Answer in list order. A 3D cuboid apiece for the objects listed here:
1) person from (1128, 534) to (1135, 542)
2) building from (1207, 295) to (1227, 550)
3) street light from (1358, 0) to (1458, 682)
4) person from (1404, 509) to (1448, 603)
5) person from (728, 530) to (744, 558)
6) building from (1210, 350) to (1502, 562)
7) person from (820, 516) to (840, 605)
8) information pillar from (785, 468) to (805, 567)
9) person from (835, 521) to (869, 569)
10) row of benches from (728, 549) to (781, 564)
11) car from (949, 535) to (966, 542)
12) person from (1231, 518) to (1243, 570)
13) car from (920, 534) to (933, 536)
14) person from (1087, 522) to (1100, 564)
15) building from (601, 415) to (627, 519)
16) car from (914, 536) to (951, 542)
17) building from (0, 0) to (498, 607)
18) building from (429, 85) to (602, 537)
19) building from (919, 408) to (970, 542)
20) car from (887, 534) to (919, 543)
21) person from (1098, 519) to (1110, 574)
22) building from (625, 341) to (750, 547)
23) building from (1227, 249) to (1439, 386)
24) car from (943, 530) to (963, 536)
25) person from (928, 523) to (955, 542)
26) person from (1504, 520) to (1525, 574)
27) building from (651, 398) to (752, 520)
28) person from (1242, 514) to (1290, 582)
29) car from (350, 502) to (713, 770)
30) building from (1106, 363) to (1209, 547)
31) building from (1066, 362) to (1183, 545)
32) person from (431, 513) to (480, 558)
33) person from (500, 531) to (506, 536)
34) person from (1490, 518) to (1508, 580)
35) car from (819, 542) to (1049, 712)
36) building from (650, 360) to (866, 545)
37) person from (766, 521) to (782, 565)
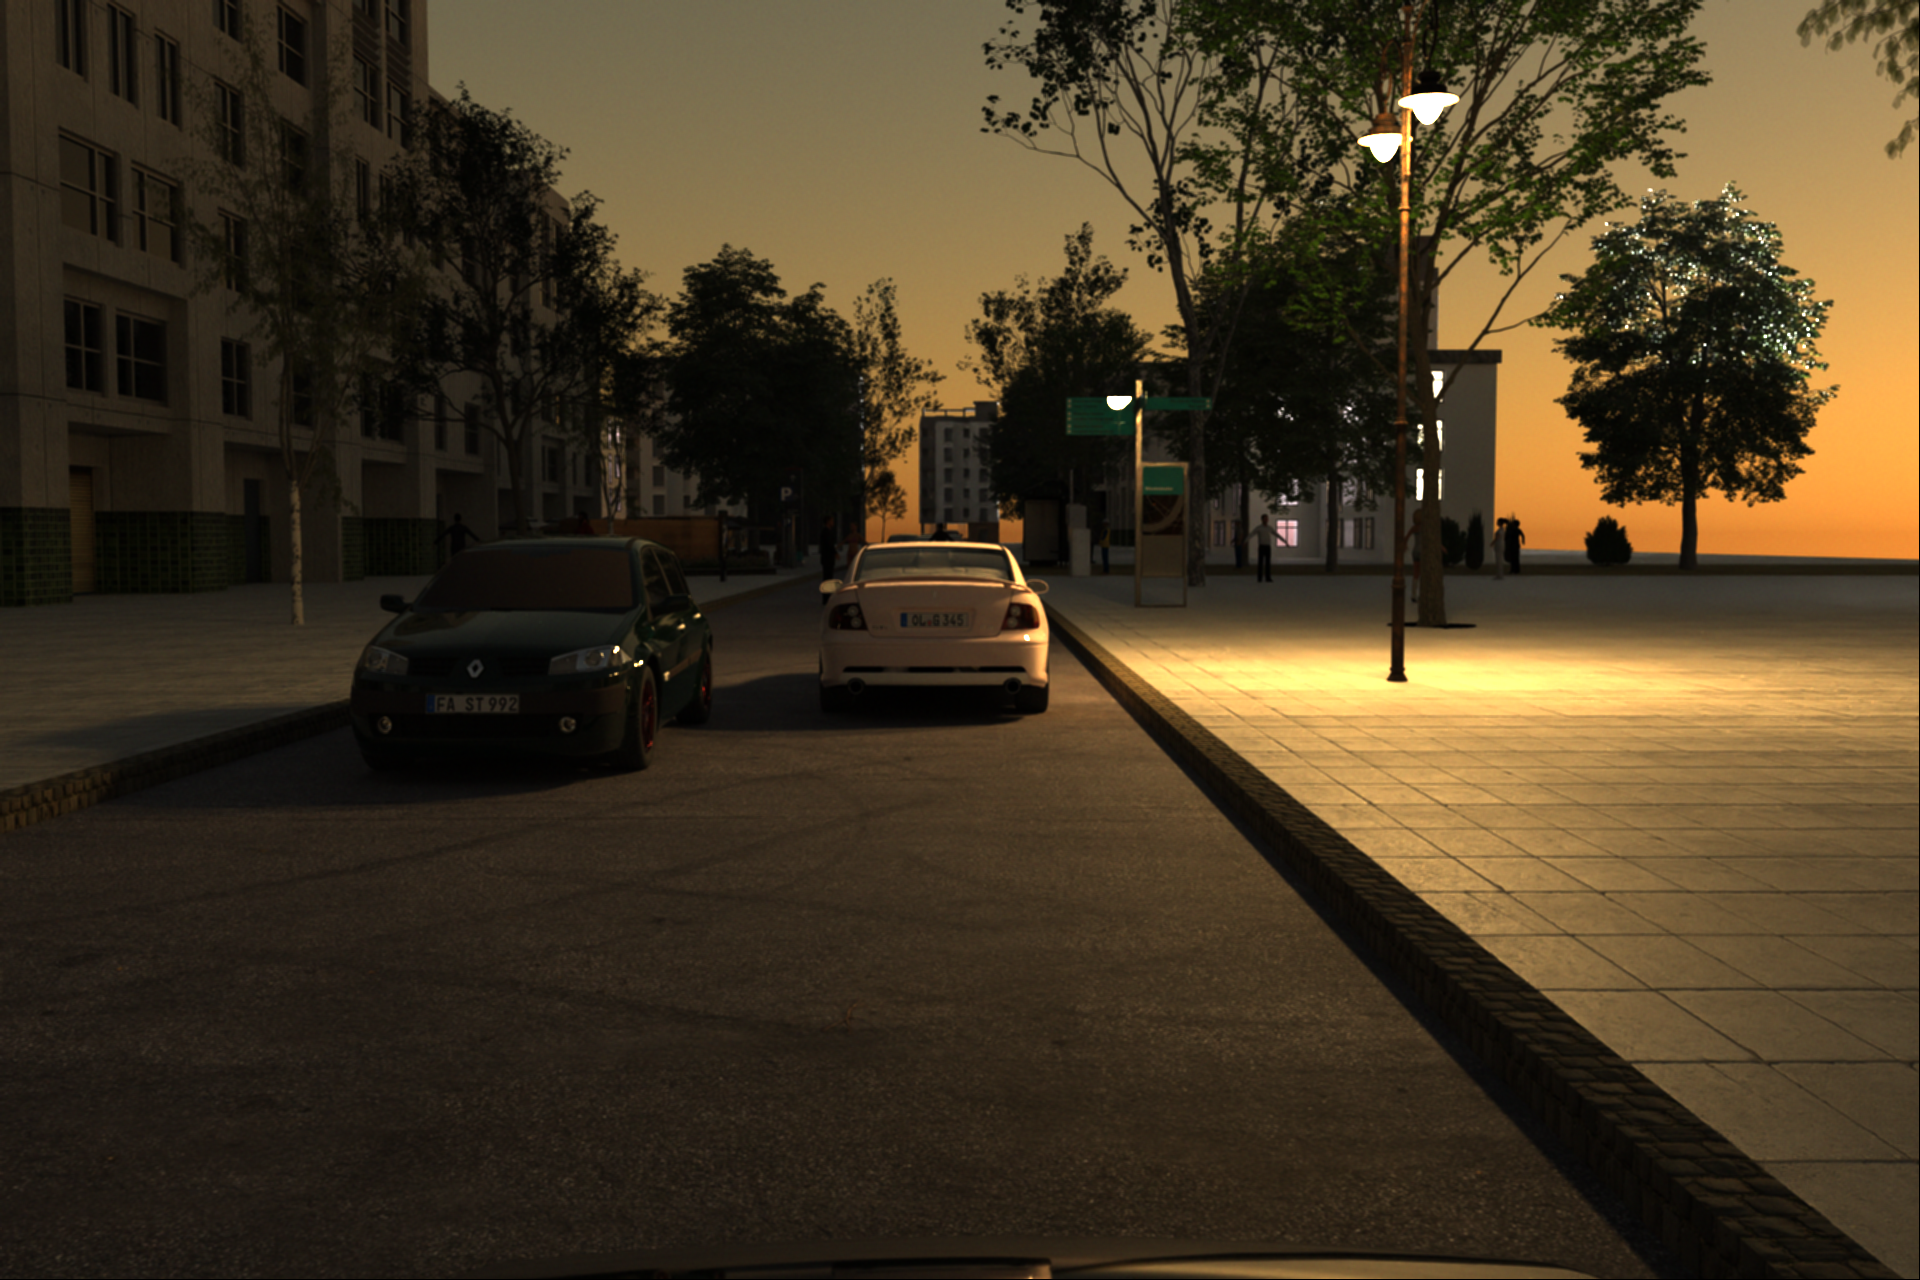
[{"bbox_3d":[8.841,-4.797,84.621,1.347,1.806,0.705,-2,4,-29],"label":"person"},{"bbox_3d":[24.964,-17.222,137.995,16.016,20.090,11.380,0,4,0],"label":"building"},{"bbox_3d":[3.815,-2.578,14.935,0.468,5.910,1.993,0,4,0],"label":"street light"},{"bbox_3d":[8.663,-1.575,32.364,0.721,1.753,1.214,-2,4,-24],"label":"person"},{"bbox_3d":[-10.029,-4.398,78.086,0.705,1.806,1.347,1,4,23],"label":"person"},{"bbox_3d":[19.984,-9.226,92.995,9.099,9.664,28.070,0,4,0],"label":"building"},{"bbox_3d":[-2.643,-1.615,35.086,0.704,1.802,1.346,-1,4,-13],"label":"person"},{"bbox_3d":[-6.502,-4.805,67.943,0.750,3.857,0.750,0,4,1],"label":"information pillar"},{"bbox_3d":[-2.570,-1.947,41.086,1.217,1.733,0.721,2,4,35],"label":"person"},{"bbox_3d":[-8.595,-3.539,73.320,4.104,0.672,1.422,1,4,11],"label":"row of benches"},{"bbox_3d":[-0.574,-7.443,134.062,2.083,1.381,4.827,0,4,-1],"label":"car"},{"bbox_3d":[9.815,-3.388,61.255,0.705,1.847,1.347,0,4,-3],"label":"person"},{"bbox_3d":[-2.136,-6.594,119.613,2.131,1.459,4.920,0,4,0],"label":"car"},{"bbox_3d":[5.674,-4.229,75.278,0.705,1.813,1.348,-3,4,-38],"label":"person"},{"bbox_3d":[-27.161,-10.763,118.129,9.099,9.664,28.070,0,4,1],"label":"building"},{"bbox_3d":[-0.978,-3.111,63.228,2.083,1.381,4.827,0,4,-1],"label":"car"},{"bbox_3d":[-24.790,-10.949,45.482,16.747,18.905,31.486,0,4,0],"label":"building"},{"bbox_3d":[-29.183,-13.326,84.332,16.747,18.905,31.486,0,4,0],"label":"building"},{"bbox_3d":[-5.616,-23.990,251.108,11.380,20.090,16.016,0,4,8],"label":"building"},{"bbox_3d":[-2.242,-3.656,70.006,2.015,1.641,3.980,0,4,0],"label":"car"},{"bbox_3d":[4.553,-2.981,55.197,0.721,1.772,1.216,1,4,13],"label":"person"},{"bbox_3d":[-27.163,-19.193,170.225,16.016,20.090,11.380,0,4,0],"label":"building"},{"bbox_3d":[23.989,-16.239,121.931,16.016,20.090,11.380,0,4,0],"label":"building"},{"bbox_3d":[-0.878,-8.979,155.482,2.281,1.827,5.304,0,4,-1],"label":"car"},{"bbox_3d":[-0.616,-3.059,58.609,1.346,1.812,0.704,2,4,27],"label":"person"},{"bbox_3d":[17.884,-3.014,56.004,1.216,1.740,0.721,-3,4,-36],"label":"person"},{"bbox_3d":[-28.959,-20.263,187.720,16.016,20.090,11.380,0,4,0],"label":"building"},{"bbox_3d":[8.161,-2.458,46.349,1.344,1.810,0.704,-1,4,-12],"label":"person"},{"bbox_3d":[-2.748,-0.120,11.751,2.009,1.686,4.222,0,4,0],"label":"car"},{"bbox_3d":[25.679,-19.636,187.503,16.747,18.905,31.486,0,4,0],"label":"building"},{"bbox_3d":[25.227,-23.106,221.758,27.936,21.610,32.646,0,4,0],"label":"building"},{"bbox_3d":[-13.158,-2.408,45.413,1.345,1.823,0.704,-1,4,-18],"label":"person"},{"bbox_3d":[-18.999,-3.865,72.457,0.599,1.433,0.991,-3,4,-37],"label":"person"},{"bbox_3d":[15.094,-2.565,48.701,0.721,1.739,1.217,2,4,29],"label":"person"},{"bbox_3d":[-0.229,-0.182,15.330,2.083,1.381,4.827,0,4,-1],"label":"car"},{"bbox_3d":[-26.608,-22.891,218.236,27.936,21.610,32.646,0,4,0],"label":"building"},{"bbox_3d":[-7.399,-3.956,70.946,1.348,1.796,0.705,3,5,40],"label":"person"}]
